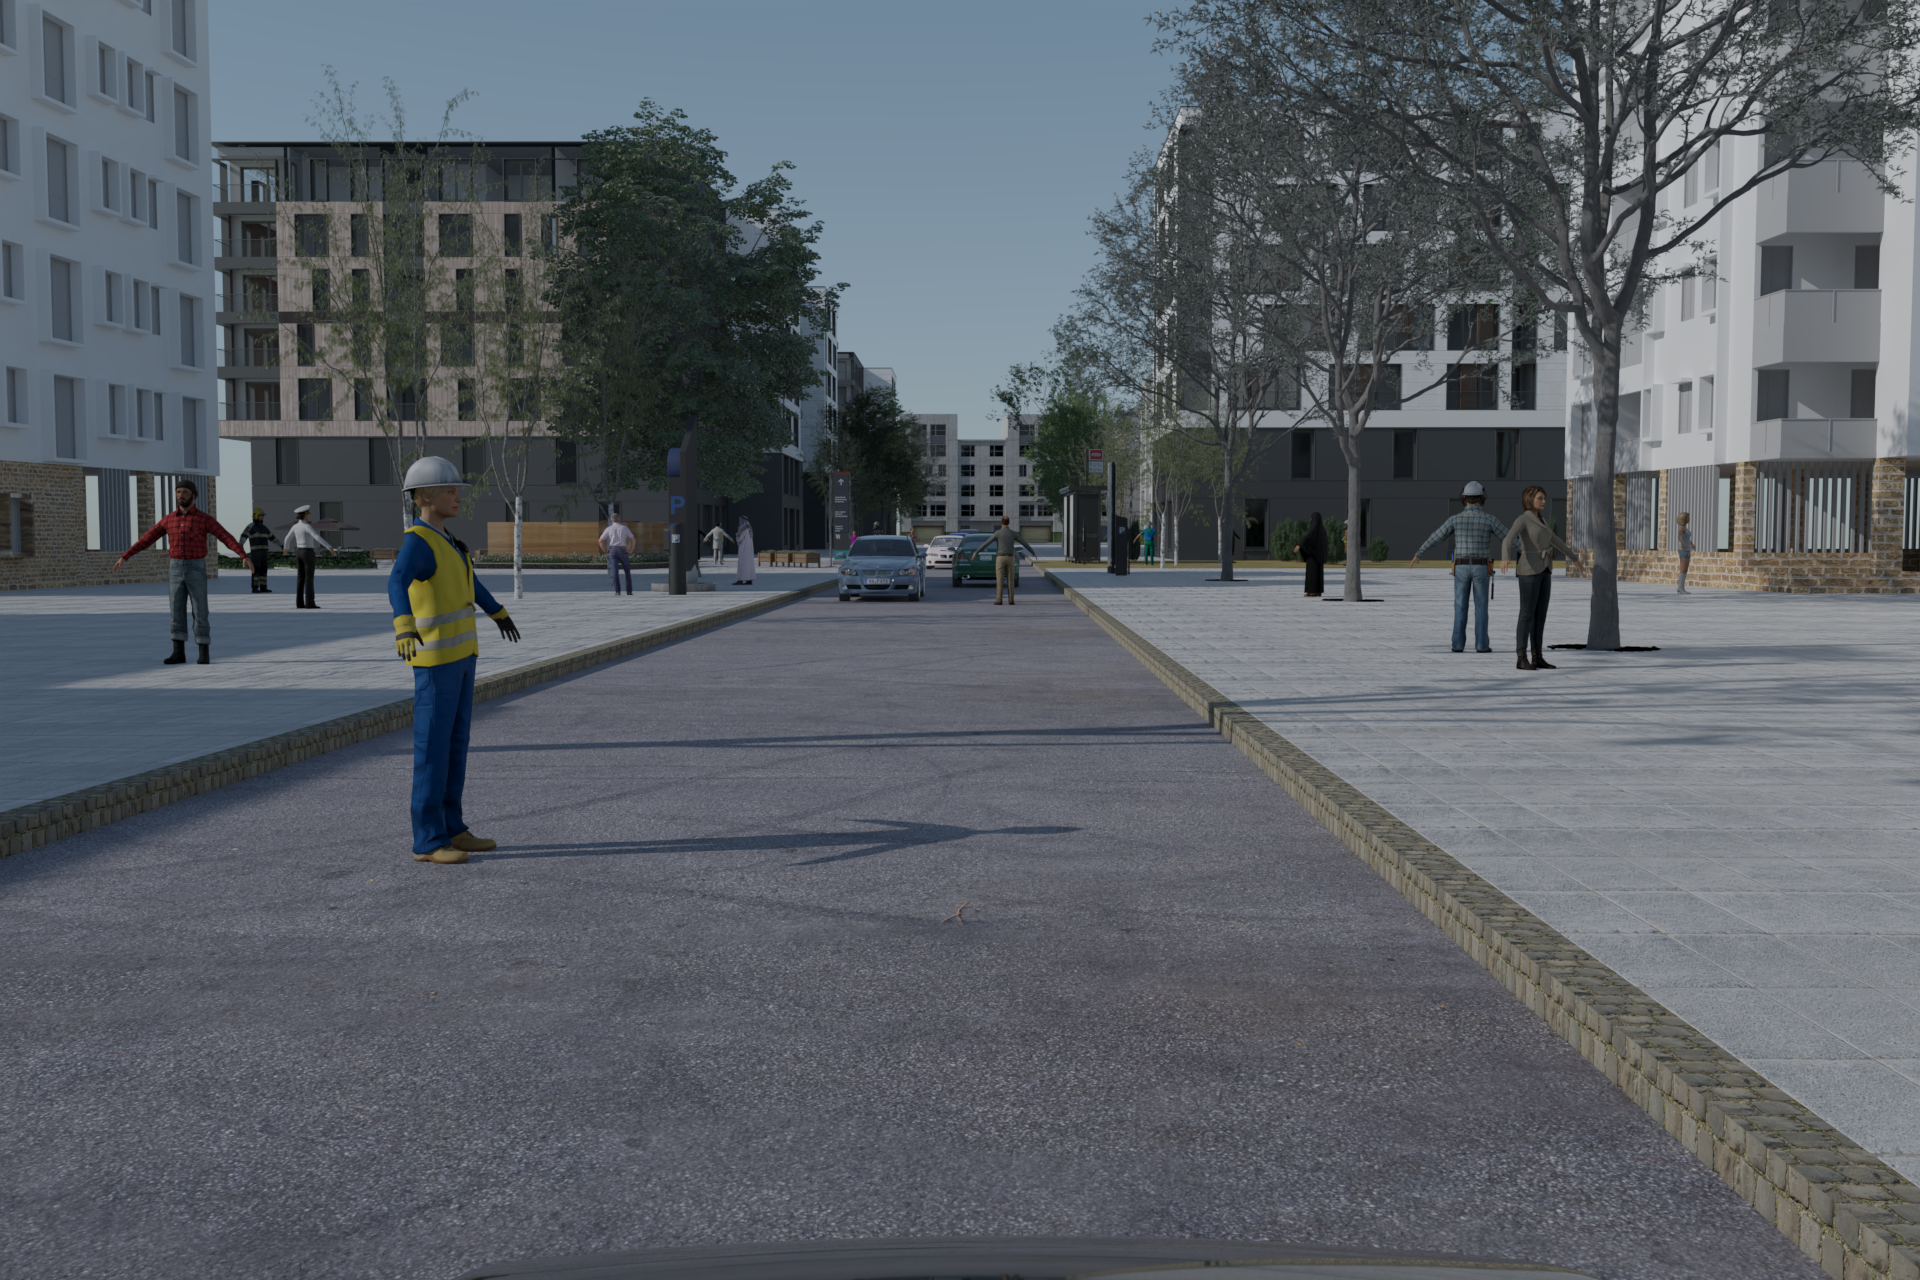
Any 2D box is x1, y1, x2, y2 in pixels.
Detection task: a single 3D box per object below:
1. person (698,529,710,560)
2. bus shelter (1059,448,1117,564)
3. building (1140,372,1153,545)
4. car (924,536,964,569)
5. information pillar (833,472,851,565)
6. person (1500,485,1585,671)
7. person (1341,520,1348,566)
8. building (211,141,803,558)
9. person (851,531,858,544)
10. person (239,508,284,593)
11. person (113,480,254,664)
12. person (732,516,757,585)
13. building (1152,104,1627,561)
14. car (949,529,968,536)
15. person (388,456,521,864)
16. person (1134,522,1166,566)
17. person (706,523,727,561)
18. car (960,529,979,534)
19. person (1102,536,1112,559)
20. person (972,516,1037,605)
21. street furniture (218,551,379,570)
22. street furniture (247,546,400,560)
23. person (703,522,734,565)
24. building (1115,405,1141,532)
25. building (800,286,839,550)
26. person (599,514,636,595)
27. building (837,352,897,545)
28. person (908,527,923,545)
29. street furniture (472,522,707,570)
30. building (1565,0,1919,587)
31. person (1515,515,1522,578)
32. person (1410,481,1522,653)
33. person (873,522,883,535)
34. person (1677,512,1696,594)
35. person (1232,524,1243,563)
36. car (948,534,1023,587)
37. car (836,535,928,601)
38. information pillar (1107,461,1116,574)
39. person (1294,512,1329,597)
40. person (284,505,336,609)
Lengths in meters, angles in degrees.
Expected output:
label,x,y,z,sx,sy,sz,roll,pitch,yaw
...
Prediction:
label,x,y,z,sx,sy,sz,roll,pitch,yaw
person,-13.023,-4.854,85.556,1.347,1.806,0.705,-1,4,-8
bus shelter,5.706,-6.197,78.957,2.179,5.291,8.768,0,4,-1
building,29.028,-19.598,186.892,16.747,18.905,31.486,0,4,2
car,-0.441,-3.646,71.966,2.083,1.381,4.827,0,4,1
information pillar,-4.946,-5.102,72.796,0.750,3.857,0.750,0,4,3
person,5.489,-0.588,16.370,1.215,1.744,0.721,-3,4,-36
person,15.583,-3.905,69.621,0.705,1.858,1.354,0,4,-1
building,-25.147,-16.072,106.753,27.936,21.610,32.646,0,4,0
person,-5.270,-4.698,86.081,0.991,1.433,0.599,1,4,15
person,-15.234,-1.953,37.695,0.704,1.858,1.351,1,4,22
person,-7.624,-0.671,17.081,1.345,1.816,0.704,0,4,-3
person,-5.446,-2.260,43.659,0.621,1.740,0.551,0,4,-7
building,24.779,-15.600,99.030,27.936,21.610,32.646,0,4,1
car,-0.061,-5.532,100.047,1.945,1.707,3.694,0,4,1
person,-2.219,0.077,7.661,0.721,1.772,1.216,0,4,6
person,7.728,-3.944,70.613,1.347,1.817,0.704,1,4,15
person,-11.558,-4.723,83.195,1.349,1.833,0.705,-1,4,-18
car,0.712,-8.035,140.038,2.281,1.827,5.304,0,4,1
person,7.915,-5.083,89.232,1.348,1.813,0.705,-2,4,-35
person,0.912,-1.608,35.012,1.348,1.796,0.705,0,4,-7
street furniture,-25.773,-3.044,65.395,5.734,0.657,10.072,-2,4,-30
street furniture,-31.080,-4.249,85.091,5.734,0.657,10.072,2,4,25
person,-10.159,-4.073,72.778,1.347,1.806,0.705,1,4,10
building,30.574,-24.413,230.088,19.493,23.208,18.063,0,4,1
building,-25.086,-18.162,140.924,27.936,21.610,32.646,0,4,1
person,-7.170,-1.794,36.310,0.756,1.711,0.436,0,4,-4
building,-22.308,-22.412,210.411,27.936,21.610,32.646,0,4,0
person,-2.090,-4.244,78.646,0.721,1.733,1.217,3,5,39
street furniture,-14.175,-3.555,64.975,11.010,1.723,9.812,1,4,18
building,23.100,-11.807,49.457,16.016,20.090,11.380,0,4,1
person,16.545,-2.756,50.922,0.704,1.845,1.351,-1,4,-12
person,5.549,-0.790,18.752,1.345,1.849,0.704,1,4,23
person,-3.969,-4.672,82.168,0.705,1.856,1.354,-2,4,-23
person,15.525,-1.855,36.933,0.721,1.753,1.214,2,4,32
person,11.906,-4.266,75.891,1.346,1.812,0.704,-3,5,-45
car,0.708,-2.217,48.044,2.131,1.459,4.920,0,4,1
car,-1.695,-1.615,38.410,2.014,1.417,4.499,0,4,1
information pillar,4.982,-4.008,56.846,0.184,3.620,1.656,0,4,1
person,7.205,-1.754,35.471,0.721,1.737,1.214,3,5,41
person,-11.204,-1.427,29.790,1.216,1.778,0.721,2,4,28
